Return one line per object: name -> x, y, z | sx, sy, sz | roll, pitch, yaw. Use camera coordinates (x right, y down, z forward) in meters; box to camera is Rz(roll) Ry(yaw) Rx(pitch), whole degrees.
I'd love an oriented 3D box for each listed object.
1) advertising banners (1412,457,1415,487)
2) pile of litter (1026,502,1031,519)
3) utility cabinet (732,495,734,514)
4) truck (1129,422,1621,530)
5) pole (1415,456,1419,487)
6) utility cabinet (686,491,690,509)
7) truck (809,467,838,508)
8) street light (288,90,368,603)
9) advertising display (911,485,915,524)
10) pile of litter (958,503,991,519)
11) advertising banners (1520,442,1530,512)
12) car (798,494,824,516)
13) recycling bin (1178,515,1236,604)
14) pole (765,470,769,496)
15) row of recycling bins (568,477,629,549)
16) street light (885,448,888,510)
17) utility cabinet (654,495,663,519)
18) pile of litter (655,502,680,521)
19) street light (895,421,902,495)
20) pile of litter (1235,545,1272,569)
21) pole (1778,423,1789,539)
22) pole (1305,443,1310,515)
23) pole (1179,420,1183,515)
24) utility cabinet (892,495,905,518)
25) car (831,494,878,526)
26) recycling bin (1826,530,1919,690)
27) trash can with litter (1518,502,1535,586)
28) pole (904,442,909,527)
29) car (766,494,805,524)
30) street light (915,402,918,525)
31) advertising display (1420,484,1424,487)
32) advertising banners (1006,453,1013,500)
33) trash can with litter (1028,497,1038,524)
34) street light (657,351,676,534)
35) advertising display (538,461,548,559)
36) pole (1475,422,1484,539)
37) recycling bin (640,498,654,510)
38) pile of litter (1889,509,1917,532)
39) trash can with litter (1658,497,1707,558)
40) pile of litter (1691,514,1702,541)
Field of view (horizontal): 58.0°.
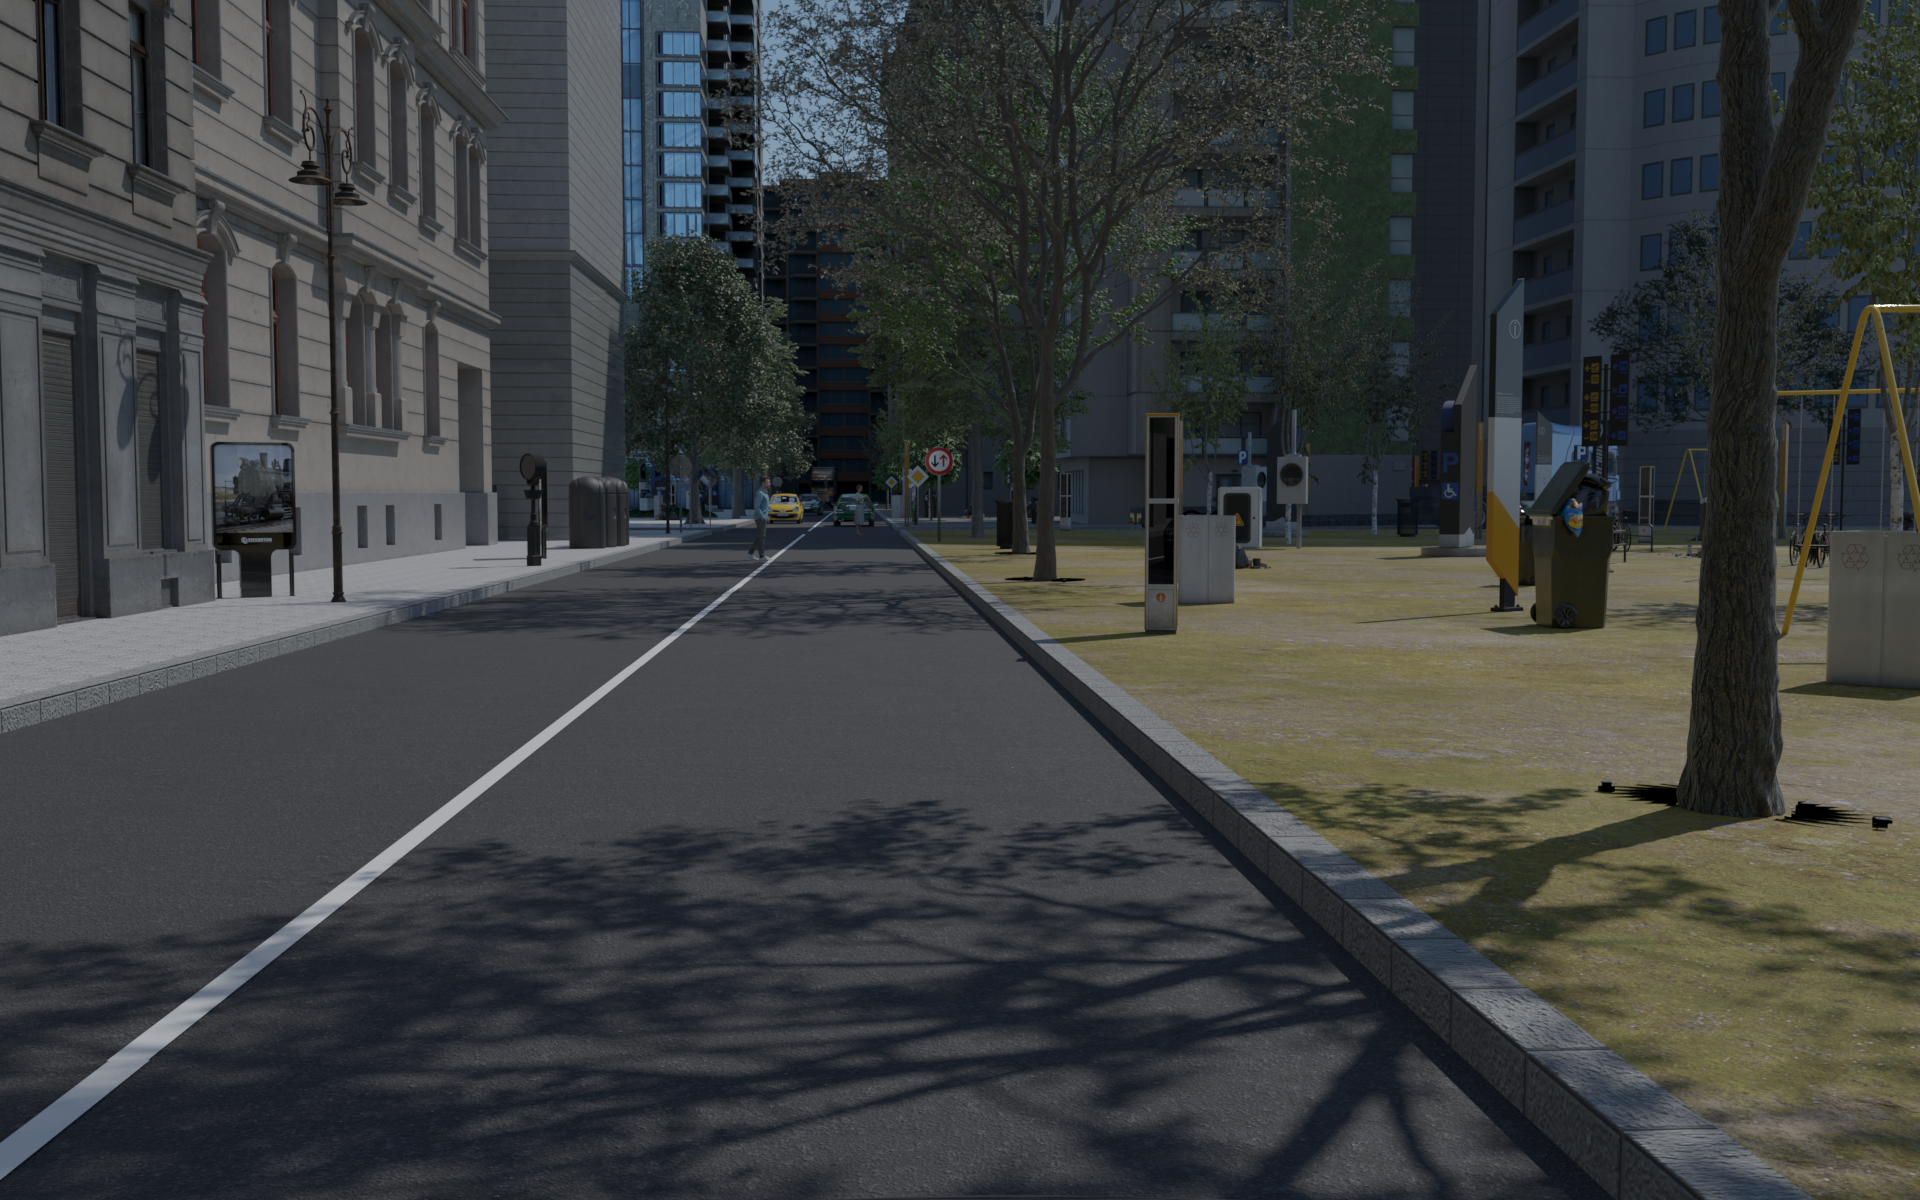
advertising banners -> 21.768, -5.187, 80.998 | 2.074, 3.025, 0.090 | 1, 4, 15
pile of litter -> 3.277, -4.693, 90.689 | 1.719, 0.858, 1.176 | -3, 5, -40
utility cabinet -> -13.156, -5.589, 102.540 | 0.306, 1.237, 1.020 | 1, 4, 19
truck -> 15.799, -4.577, 64.588 | 18.799, 4.110, 2.967 | 0, 4, -5
pole -> 24.462, -6.051, 92.773 | 0.158, 3.312, 0.155 | 0, 3, 0
utility cabinet -> -17.344, -6.344, 112.410 | 0.318, 1.500, 1.173 | 2, 4, 24
truck -> -14.267, -11.823, 182.226 | 2.839, 4.237, 11.283 | 0, 4, -2
street light -> -7.382, -2.912, 20.392 | 0.468, 5.910, 1.993 | 0, 4, -3
advertising display -> -1.930, -4.189, 73.711 | 0.123, 1.923, 0.974 | -1, 4, -13
pile of litter -> 0.778, -4.672, 90.360 | 1.719, 0.858, 1.176 | 0, 4, 5
advertising banners -> 18.911, -3.825, 58.729 | 0.090, 3.025, 2.074 | 0, 4, -3
car -> -10.082, -6.332, 115.326 | 2.131, 1.459, 4.920 | 0, 4, -2
recycling bin -> 2.800, -0.488, 20.526 | 0.722, 1.027, 0.722 | -1, 4, -14
pole -> -12.680, -7.336, 113.783 | 0.158, 3.312, 0.155 | 0, 3, 0
row of recycling bins -> -8.726, -2.144, 42.163 | 1.069, 1.692, 3.534 | 0, 4, 1
street light -> -6.074, -10.402, 142.865 | 0.468, 5.910, 1.993 | 0, 4, -3
utility cabinet -> -15.557, -4.781, 89.336 | 0.306, 1.237, 1.020 | 0, 4, 0
pile of litter -> -14.358, -4.305, 84.347 | 1.719, 0.858, 1.176 | 1, 4, 12
street light -> -3.827, -8.229, 107.333 | 0.468, 5.910, 1.993 | 0, 4, -3
pile of litter -> 4.632, -0.998, 30.276 | 1.176, 0.858, 1.719 | -2, 4, -34
pole -> 23.547, -3.405, 49.523 | 0.158, 3.312, 0.155 | 0, 3, 0
pole -> 13.926, -4.619, 69.356 | 0.158, 3.312, 0.155 | 0, 3, 0
pole -> 6.070, -3.314, 48.021 | 0.158, 3.312, 0.155 | 0, 3, 0
utility cabinet -> -3.302, -4.957, 92.213 | 0.306, 1.237, 1.020 | -2, 4, -28
car -> -4.764, -4.059, 78.160 | 2.131, 1.459, 4.920 | 0, 4, -2
recycling bin -> 6.352, 0.052, 11.701 | 0.722, 1.027, 0.722 | 3, 5, 43
trash can with litter -> 8.242, -0.789, 24.293 | 1.055, 1.170, 0.624 | 2, 4, 32
pole -> -2.086, -4.537, 68.028 | 0.158, 3.312, 0.155 | 0, 3, 0
car -> -8.538, -4.532, 84.325 | 2.015, 1.641, 3.980 | 0, 4, -3
street light -> -1.797, -6.025, 71.302 | 0.468, 5.910, 1.993 | 0, 4, -3
advertising display -> 30.921, -6.777, 116.016 | 0.123, 1.923, 0.974 | 0, 4, 8
advertising banners -> 2.312, -4.785, 74.419 | 0.090, 3.025, 2.074 | 1, 4, 20
trash can with litter -> 3.500, -3.877, 74.781 | 1.055, 1.170, 0.624 | -2, 4, -24
street light -> -9.468, -5.088, 55.973 | 0.468, 5.910, 1.993 | 0, 4, -3
advertising display -> -8.350, -1.801, 34.664 | 0.123, 1.923, 0.974 | -1, 4, -17
pole -> 14.773, -3.390, 49.276 | 0.158, 3.312, 0.155 | 0, 3, 0
recycling bin -> -18.977, -5.673, 105.314 | 0.722, 1.027, 0.722 | 3, 5, 42
pile of litter -> 27.154, -2.188, 49.731 | 1.176, 0.858, 1.719 | -1, 4, -21
trash can with litter -> 15.077, -1.483, 35.313 | 1.678, 1.210, 2.233 | 2, 4, 26
pile of litter -> 20.705, -2.049, 47.463 | 1.176, 0.858, 1.719 | -1, 4, -9
